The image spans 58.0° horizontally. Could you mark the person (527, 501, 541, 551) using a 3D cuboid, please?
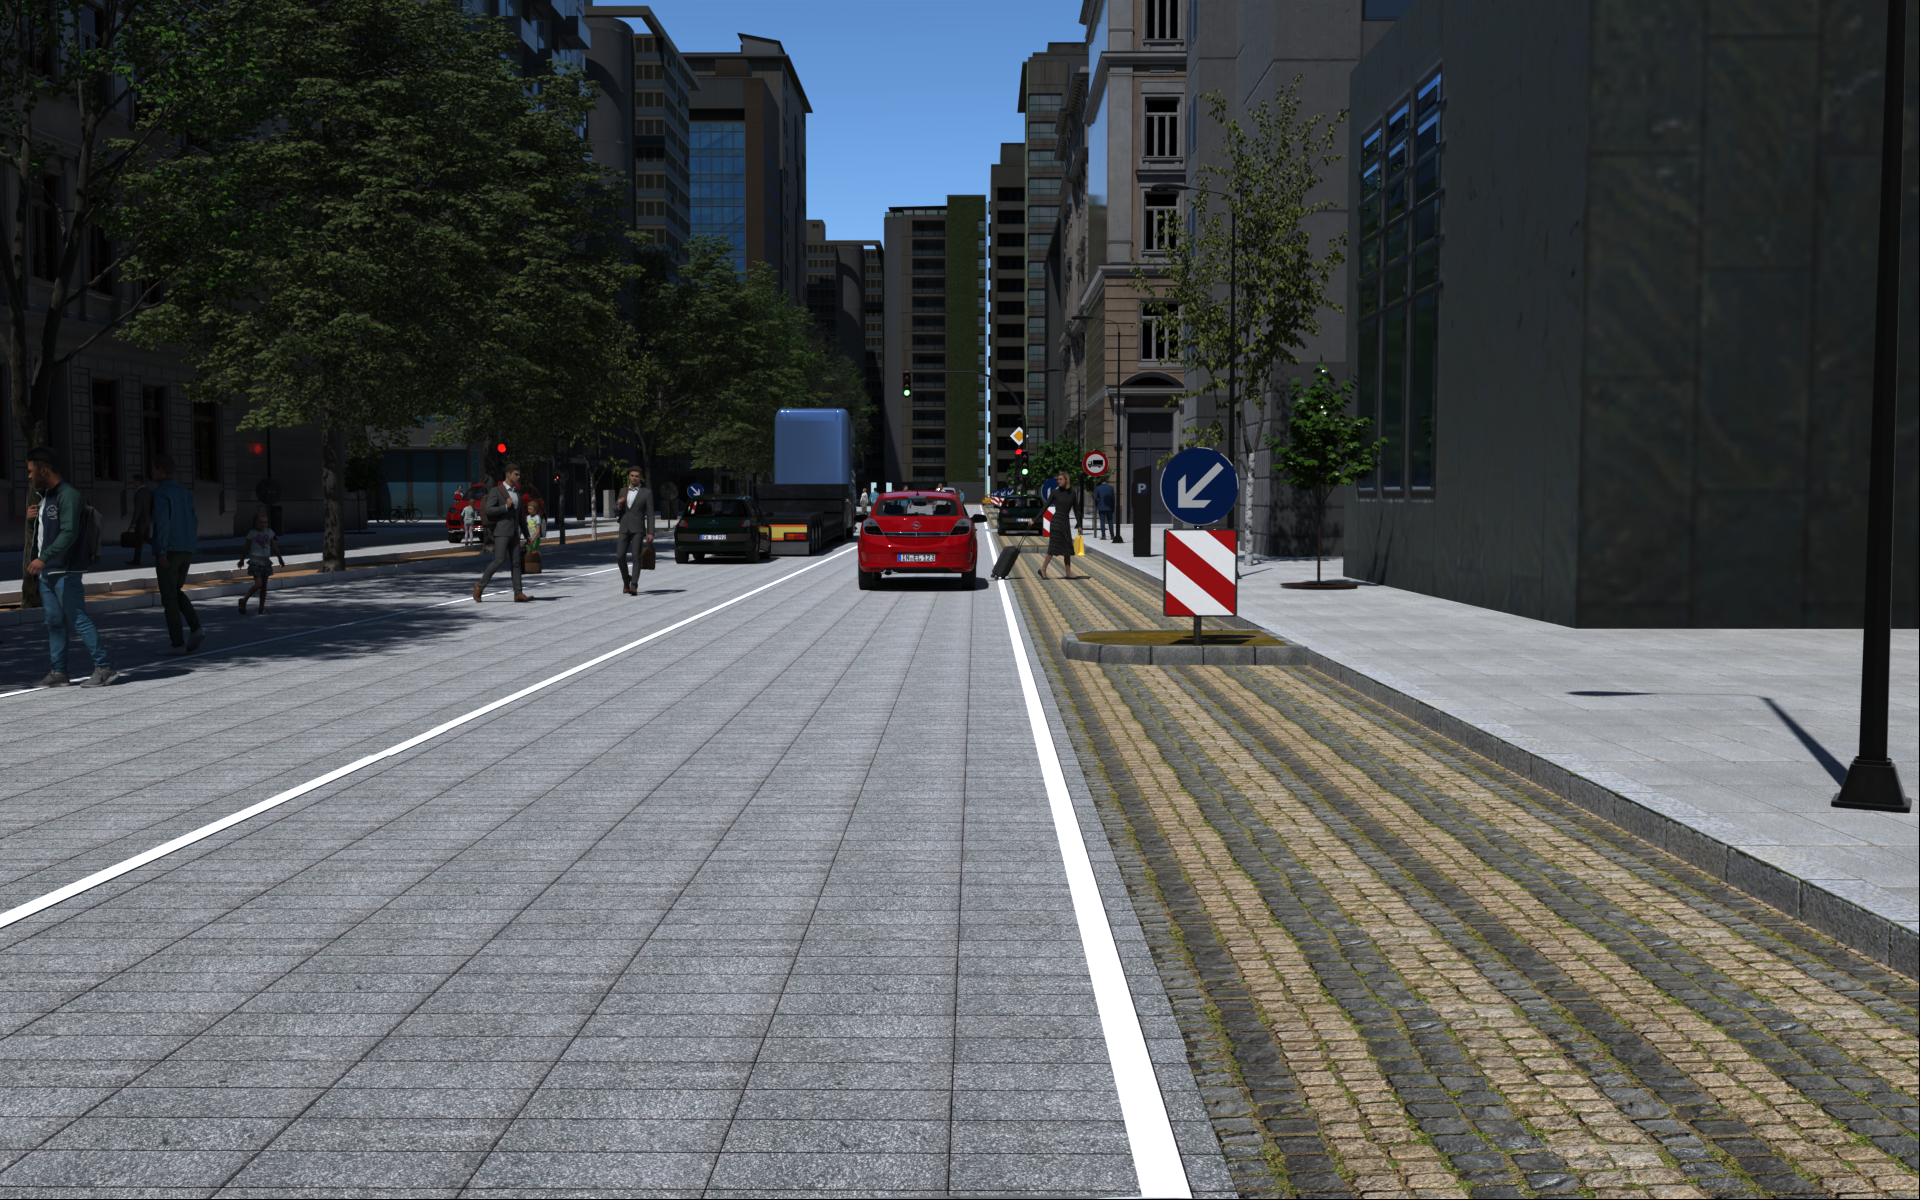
[{"bbox_3d":[-7.664,-1.128,31.198,0.306,1.304,0.590,1,4,10],"label":"person"}]

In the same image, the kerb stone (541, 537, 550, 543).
[{"bbox_3d":[-12.165,-1.719,50.306,0.120,0.150,1.000,0,4,1],"label":"kerb stone"}]

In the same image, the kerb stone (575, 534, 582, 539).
[{"bbox_3d":[-12.125,-1.966,54.418,0.120,0.150,1.000,0,4,1],"label":"kerb stone"}]

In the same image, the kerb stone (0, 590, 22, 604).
[{"bbox_3d":[-12.450,-0.025,22.635,0.120,0.150,1.000,0,4,1],"label":"kerb stone"}]

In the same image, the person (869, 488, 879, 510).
[{"bbox_3d":[-5.187,-5.872,104.525,0.660,1.820,0.620,0,4,6],"label":"person"}]

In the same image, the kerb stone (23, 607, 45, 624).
[{"bbox_3d":[-10.376,0.163,19.533,0.120,0.150,1.000,0,4,1],"label":"kerb stone"}]

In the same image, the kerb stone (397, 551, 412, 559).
[{"bbox_3d":[-12.295,-0.966,37.994,0.120,0.150,1.000,0,4,1],"label":"kerb stone"}]

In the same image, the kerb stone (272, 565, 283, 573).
[{"bbox_3d":[-12.366,-0.529,30.837,0.120,0.150,1.000,0,4,1],"label":"kerb stone"}]

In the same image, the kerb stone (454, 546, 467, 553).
[{"bbox_3d":[-12.251,-1.217,42.092,0.120,0.150,1.000,0,4,1],"label":"kerb stone"}]

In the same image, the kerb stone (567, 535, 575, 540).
[{"bbox_3d":[-12.138,-1.908,53.392,0.120,0.150,1.000,0,4,1],"label":"kerb stone"}]

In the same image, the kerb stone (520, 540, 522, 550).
[{"bbox_3d":[-12.204,-1.531,47.230,0.120,0.150,1.000,0,4,1],"label":"kerb stone"}]

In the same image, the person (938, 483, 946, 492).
[{"bbox_3d":[-0.668,-3.212,61.120,0.850,1.850,0.679,-2,4,-34],"label":"person"}]

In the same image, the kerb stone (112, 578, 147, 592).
[{"bbox_3d":[-12.407,-0.213,25.713,0.120,0.150,1.000,0,4,1],"label":"kerb stone"}]

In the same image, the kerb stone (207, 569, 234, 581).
[{"bbox_3d":[-12.388,-0.403,28.790,0.120,0.150,1.000,0,4,1],"label":"kerb stone"}]

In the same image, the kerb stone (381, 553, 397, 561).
[{"bbox_3d":[-12.298,-0.901,36.972,0.120,0.150,1.000,0,4,1],"label":"kerb stone"}]

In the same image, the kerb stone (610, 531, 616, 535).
[{"bbox_3d":[-12.079,-2.283,59.534,0.120,0.150,1.000,0,4,1],"label":"kerb stone"}]

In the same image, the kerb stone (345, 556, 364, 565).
[{"bbox_3d":[-12.317,-0.779,34.928,0.120,0.150,1.000,0,4,1],"label":"kerb stone"}]

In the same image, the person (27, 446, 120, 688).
[{"bbox_3d":[-6.671,-0.245,12.846,0.623,1.781,0.721,2,4,34],"label":"person"}]

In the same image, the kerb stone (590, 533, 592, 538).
[{"bbox_3d":[-12.101,-2.087,56.468,0.120,0.150,1.000,0,4,1],"label":"kerb stone"}]

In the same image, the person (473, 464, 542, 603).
[{"bbox_3d":[-6.004,-0.884,22.917,0.822,1.834,0.622,1,4,20],"label":"person"}]

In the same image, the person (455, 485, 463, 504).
[{"bbox_3d":[-23.243,-4.489,80.269,0.643,1.720,0.563,1,4,21],"label":"person"}]

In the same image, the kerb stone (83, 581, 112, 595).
[{"bbox_3d":[-12.428,-0.152,24.686,0.120,0.150,1.000,0,4,1],"label":"kerb stone"}]

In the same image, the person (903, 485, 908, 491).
[{"bbox_3d":[-2.428,-4.220,77.358,0.638,1.841,0.748,2,4,24],"label":"person"}]

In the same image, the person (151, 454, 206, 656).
[{"bbox_3d":[-6.972,-0.401,15.402,0.444,1.785,0.601,1,4,17],"label":"person"}]

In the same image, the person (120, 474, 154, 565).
[{"bbox_3d":[-16.288,-1.598,34.600,0.822,1.834,0.622,-1,4,-10],"label":"person"}]

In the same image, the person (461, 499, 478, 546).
[{"bbox_3d":[-13.374,-2.105,47.192,0.425,1.301,0.394,-2,4,-24],"label":"person"}]

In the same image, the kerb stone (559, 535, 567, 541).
[{"bbox_3d":[-12.145,-1.845,52.367,0.120,0.150,1.000,0,4,1],"label":"kerb stone"}]

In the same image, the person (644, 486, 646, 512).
[{"bbox_3d":[-22.055,-7.032,120.995,0.573,1.828,0.580,0,4,-4],"label":"person"}]

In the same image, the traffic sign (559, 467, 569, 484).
[{"bbox_3d":[-18.463,-4.892,80.088,0.768,2.556,0.104,1,4,9],"label":"traffic sign"}]

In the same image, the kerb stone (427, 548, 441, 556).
[{"bbox_3d":[-12.268,-1.088,40.041,0.120,0.150,1.000,0,4,1],"label":"kerb stone"}]

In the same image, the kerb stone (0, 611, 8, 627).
[{"bbox_3d":[-10.385,0.225,18.511,0.120,0.150,1.000,0,4,1],"label":"kerb stone"}]

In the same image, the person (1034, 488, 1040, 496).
[{"bbox_3d":[6.135,-8.166,139.909,0.721,1.781,0.623,-1,4,-14],"label":"person"}]

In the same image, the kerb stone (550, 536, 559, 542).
[{"bbox_3d":[-12.152,-1.779,51.343,0.120,0.150,1.000,0,4,1],"label":"kerb stone"}]

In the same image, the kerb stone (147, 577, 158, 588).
[{"bbox_3d":[-12.403,-0.278,26.742,0.120,0.150,1.000,0,4,1],"label":"kerb stone"}]

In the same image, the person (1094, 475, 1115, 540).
[{"bbox_3d":[4.095,-2.591,48.596,0.721,1.800,0.419,-1,4,-13],"label":"person"}]

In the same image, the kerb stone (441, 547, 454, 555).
[{"bbox_3d":[-12.263,-1.151,41.066,0.120,0.150,1.000,0,4,1],"label":"kerb stone"}]

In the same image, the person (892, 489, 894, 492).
[{"bbox_3d":[-4.859,-7.277,127.681,0.583,1.804,0.606,0,4,-1],"label":"person"}]

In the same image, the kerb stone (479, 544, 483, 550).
[{"bbox_3d":[-12.224,-1.342,44.144,0.120,0.150,1.000,0,4,1],"label":"kerb stone"}]

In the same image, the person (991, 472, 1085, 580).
[{"bbox_3d":[1.334,-1.233,28.885,1.509,1.804,0.699,1,4,20],"label":"person"}]

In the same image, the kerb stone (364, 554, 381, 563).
[{"bbox_3d":[-12.313,-0.837,35.950,0.120,0.150,1.000,0,4,1],"label":"kerb stone"}]

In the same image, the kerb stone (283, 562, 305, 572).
[{"bbox_3d":[-12.350,-0.588,31.859,0.120,0.150,1.000,0,4,1],"label":"kerb stone"}]

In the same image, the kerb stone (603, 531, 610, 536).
[{"bbox_3d":[-12.088,-2.221,58.511,0.120,0.150,1.000,0,4,1],"label":"kerb stone"}]

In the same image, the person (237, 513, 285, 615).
[{"bbox_3d":[-8.339,-0.438,20.668,0.382,1.210,0.505,3,4,38],"label":"person"}]

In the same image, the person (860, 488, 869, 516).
[{"bbox_3d":[-5.982,-6.148,109.249,0.641,1.798,0.478,-2,4,-33],"label":"person"}]

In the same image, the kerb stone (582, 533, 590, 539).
[{"bbox_3d":[-12.112,-2.033,55.439,0.120,0.150,1.000,0,4,1],"label":"kerb stone"}]

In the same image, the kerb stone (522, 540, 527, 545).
[{"bbox_3d":[-12.187,-1.586,48.254,0.120,0.150,1.000,0,4,1],"label":"kerb stone"}]

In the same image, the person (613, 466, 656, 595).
[{"bbox_3d":[-4.636,-0.990,24.652,0.622,1.834,0.822,0,4,-1],"label":"person"}]

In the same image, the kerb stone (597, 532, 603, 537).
[{"bbox_3d":[-12.091,-2.155,57.490,0.120,0.150,1.000,0,4,1],"label":"kerb stone"}]

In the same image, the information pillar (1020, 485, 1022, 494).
[{"bbox_3d":[4.839,-7.851,132.857,0.304,2.012,0.304,3,4,37],"label":"information pillar"}]

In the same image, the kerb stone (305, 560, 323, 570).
[{"bbox_3d":[-12.344,-0.654,32.880,0.120,0.150,1.000,0,4,1],"label":"kerb stone"}]

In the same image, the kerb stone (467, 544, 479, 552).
[{"bbox_3d":[-12.240,-1.280,43.122,0.120,0.150,1.000,0,4,1],"label":"kerb stone"}]

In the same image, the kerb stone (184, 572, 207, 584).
[{"bbox_3d":[-12.393,-0.339,27.764,0.120,0.150,1.000,0,4,1],"label":"kerb stone"}]

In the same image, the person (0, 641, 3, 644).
[{"bbox_3d":[-9.429,-0.456,16.310,0.624,1.780,0.694,-1,4,-10],"label":"person"}]

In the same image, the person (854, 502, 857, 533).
[{"bbox_3d":[-4.022,-3.402,64.154,0.654,1.822,0.581,-3,4,-36],"label":"person"}]

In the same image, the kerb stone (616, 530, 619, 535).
[{"bbox_3d":[-12.070,-2.346,60.556,0.120,0.150,1.000,0,4,1],"label":"kerb stone"}]

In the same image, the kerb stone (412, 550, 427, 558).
[{"bbox_3d":[-12.280,-1.027,39.016,0.120,0.150,1.000,0,4,1],"label":"kerb stone"}]

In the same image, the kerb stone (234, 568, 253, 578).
[{"bbox_3d":[-12.368,-0.466,29.811,0.120,0.150,1.000,0,4,1],"label":"kerb stone"}]

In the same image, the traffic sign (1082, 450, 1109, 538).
[{"bbox_3d":[3.953,-3.082,50.489,0.768,2.556,0.104,1,4,10],"label":"traffic sign"}]

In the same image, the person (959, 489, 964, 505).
[{"bbox_3d":[0.209,-7.466,130.595,0.620,1.820,0.660,-2,4,-27],"label":"person"}]
